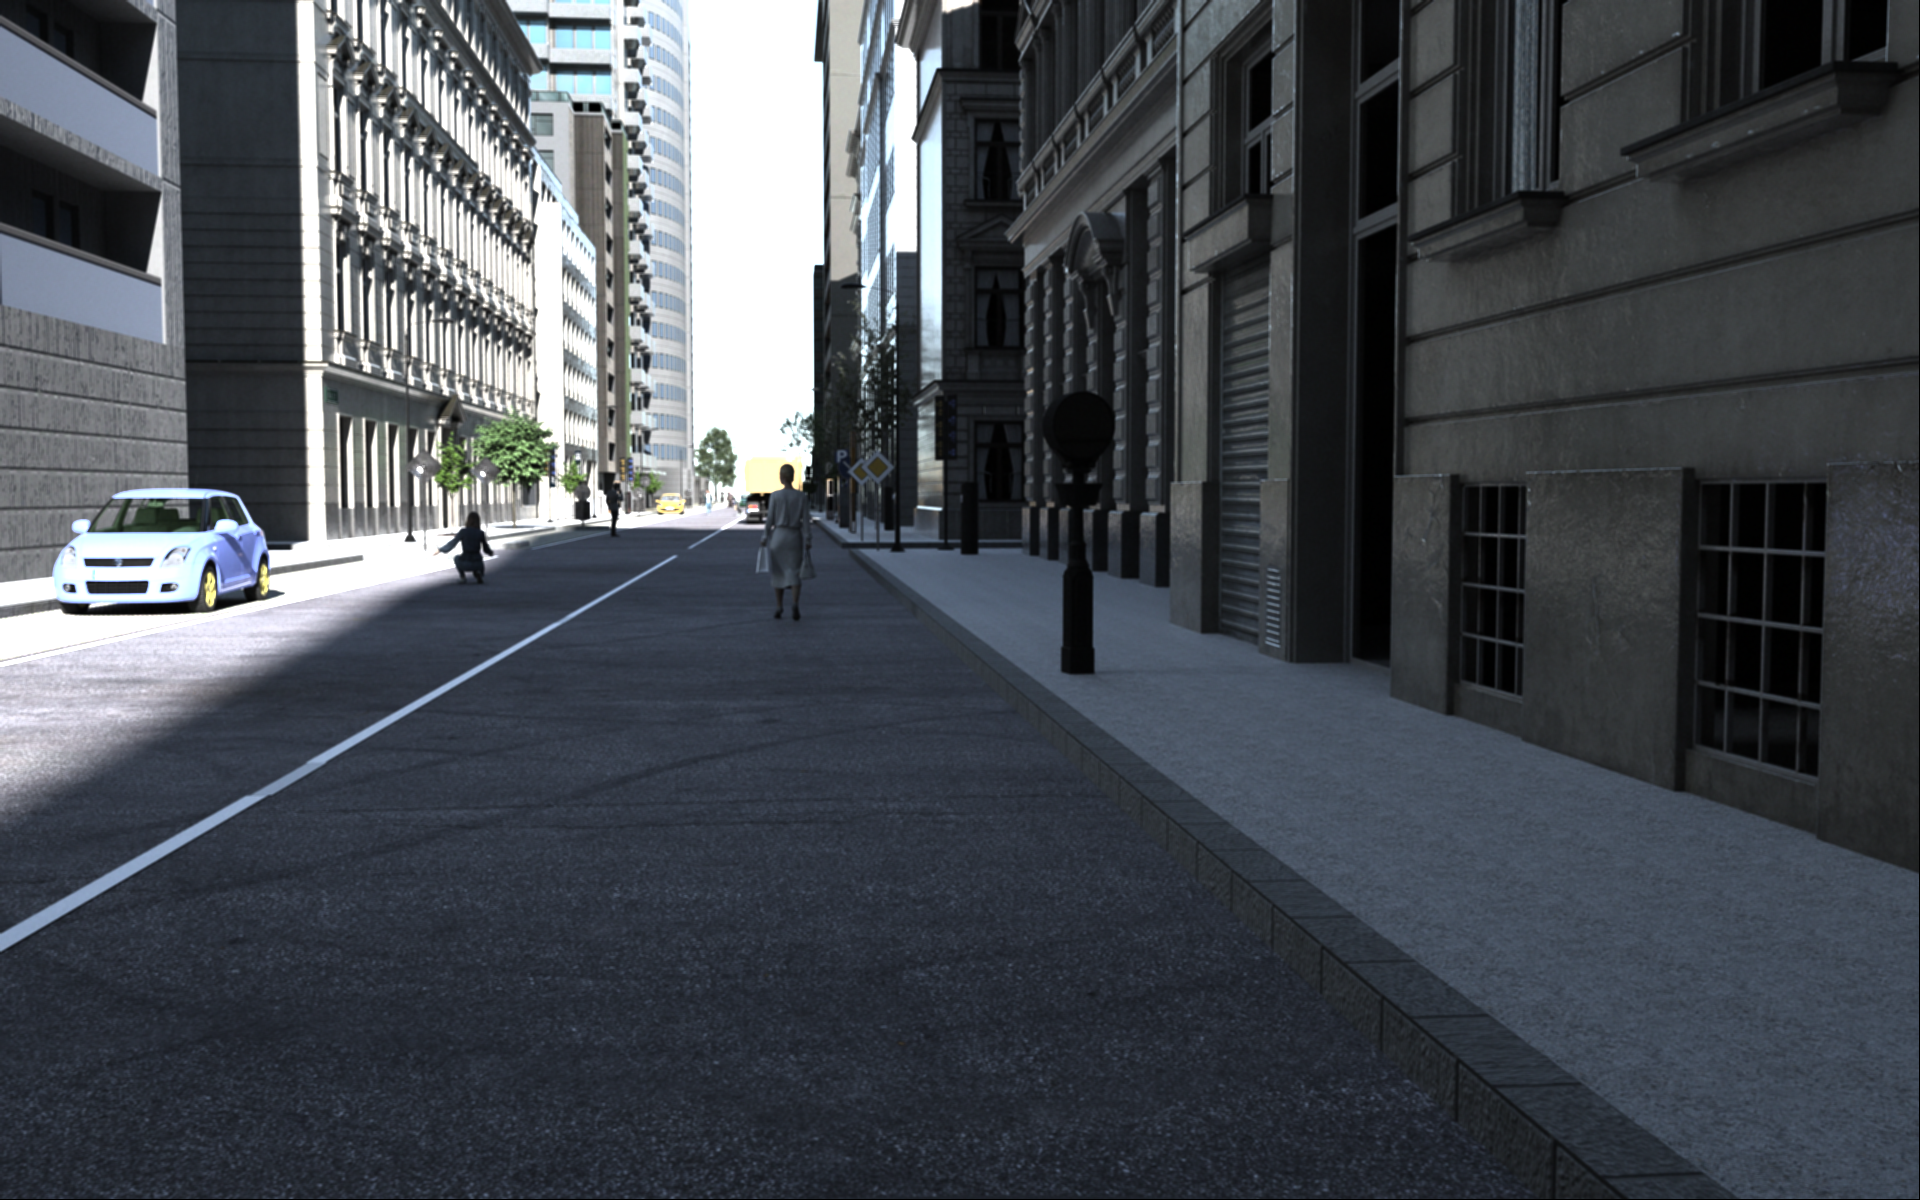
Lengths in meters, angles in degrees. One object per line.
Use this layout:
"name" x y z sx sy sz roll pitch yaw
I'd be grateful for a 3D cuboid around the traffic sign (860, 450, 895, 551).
"traffic sign" -1.861 -2.173 39.174 0.795 2.450 0.064 0 4 -6

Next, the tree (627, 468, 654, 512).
"tree" -23.459 -8.059 126.358 1.663 3.219 1.824 0 3 0

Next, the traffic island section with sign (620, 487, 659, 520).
"traffic island section with sign" -17.679 -5.317 95.554 1.989 1.847 2.006 0 4 -6

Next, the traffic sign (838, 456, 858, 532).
"traffic sign" -3.712 -3.560 58.311 0.768 2.556 0.104 0 4 -1

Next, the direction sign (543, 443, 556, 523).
"direction sign" -18.354 -5.226 77.442 0.379 3.537 0.876 1 4 23

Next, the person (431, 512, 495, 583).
"person" -7.980 -0.849 27.879 1.012 1.151 0.738 -1 4 -21

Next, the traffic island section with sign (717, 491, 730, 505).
"traffic island section with sign" -31.071 -13.353 226.944 1.989 1.847 2.006 0 4 -6

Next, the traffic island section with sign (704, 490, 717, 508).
"traffic island section with sign" -25.523 -10.026 172.552 1.989 1.847 2.006 0 4 -6

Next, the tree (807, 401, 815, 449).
"tree" -9.098 -10.759 126.274 4.360 8.622 3.978 0 3 0

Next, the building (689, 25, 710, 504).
"building" -48.030 -50.109 257.531 20.563 71.187 20.611 0 4 -6

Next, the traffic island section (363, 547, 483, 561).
"traffic island section" -11.829 -0.976 38.245 2.009 0.180 2.903 0 4 -6

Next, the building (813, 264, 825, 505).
"building" -11.519 -27.347 218.825 14.160 30.474 14.107 0 4 -6

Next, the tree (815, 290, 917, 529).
"tree" -3.062 -6.888 62.986 4.360 8.622 3.978 0 3 0

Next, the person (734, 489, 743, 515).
"person" -15.016 -6.641 117.570 0.515 1.767 0.782 -1 4 -18

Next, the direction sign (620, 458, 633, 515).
"direction sign" -20.717 -7.069 107.580 0.876 3.537 0.379 -3 4 -37

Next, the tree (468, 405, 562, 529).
"tree" -16.413 -4.910 63.993 4.285 4.588 4.351 0 3 0

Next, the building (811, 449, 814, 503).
"building" -9.367 -56.735 240.293 22.319 86.520 31.000 0 4 -6

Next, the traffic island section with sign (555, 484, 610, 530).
"traffic island section with sign" -14.949 -3.676 68.737 1.989 1.847 2.006 0 4 -6

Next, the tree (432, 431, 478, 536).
"tree" -15.391 -3.564 52.875 1.663 3.219 1.824 0 3 0

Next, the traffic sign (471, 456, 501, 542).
"traffic sign" -12.616 -2.599 46.129 0.795 2.450 0.064 0 4 -6

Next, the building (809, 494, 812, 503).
"building" -7.807 -35.325 269.451 32.217 40.220 23.993 0 4 -6

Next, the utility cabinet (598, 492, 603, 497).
"utility cabinet" -23.057 -6.133 108.951 1.173 1.500 0.318 -1 4 -20

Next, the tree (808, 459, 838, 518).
"tree" -6.978 -6.138 94.964 1.663 3.219 1.824 0 3 0

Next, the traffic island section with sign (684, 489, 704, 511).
"traffic island section with sign" -22.798 -8.386 145.735 1.989 1.847 2.006 0 4 -6

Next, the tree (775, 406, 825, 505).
"tree" -18.212 -17.147 206.112 9.928 11.665 9.643 0 3 0

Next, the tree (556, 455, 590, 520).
"tree" -19.119 -5.586 85.937 1.663 3.219 1.824 0 3 0

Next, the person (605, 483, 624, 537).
"person" -11.653 -3.044 58.450 0.473 1.802 0.592 -3 5 -39

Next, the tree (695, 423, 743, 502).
"tree" -39.293 -22.126 278.767 9.611 12.733 9.660 0 3 0

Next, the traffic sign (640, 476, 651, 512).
"traffic sign" -21.901 -7.365 120.520 0.768 2.556 0.104 0 4 1

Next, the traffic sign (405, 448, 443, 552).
"traffic sign" -11.806 -2.113 38.185 0.795 2.450 0.064 0 4 -6

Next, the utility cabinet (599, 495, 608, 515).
"utility cabinet" -21.645 -5.744 105.079 0.306 1.237 1.020 -2 4 -26

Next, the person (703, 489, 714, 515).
"person" -17.221 -6.700 118.387 0.623 1.781 0.721 -2 4 -32

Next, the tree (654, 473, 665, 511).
"tree" -23.471 -8.383 131.657 1.663 3.219 1.824 0 3 0

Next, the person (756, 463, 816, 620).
"person" -1.999 -0.667 19.758 0.694 1.780 0.624 0 4 1

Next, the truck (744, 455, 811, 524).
"truck" -9.150 -5.497 85.800 3.469 3.379 9.791 0 4 -4

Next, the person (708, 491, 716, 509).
"person" -23.259 -9.285 161.018 1.217 1.736 0.721 -1 4 -11

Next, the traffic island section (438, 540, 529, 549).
"traffic island section" -12.639 -1.462 46.189 2.009 0.180 2.903 0 4 -6

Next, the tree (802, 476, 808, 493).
"tree" -14.086 -10.389 164.461 1.663 3.219 1.824 0 3 0

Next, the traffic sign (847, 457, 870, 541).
"traffic sign" -2.671 -2.659 47.118 0.795 2.450 0.064 0 4 -6

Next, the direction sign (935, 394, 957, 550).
"direction sign" -0.323 -2.920 39.739 0.379 3.537 0.876 -2 4 -33

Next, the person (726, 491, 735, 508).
"person" -23.905 -10.476 180.336 0.990 1.755 0.434 1 4 13
